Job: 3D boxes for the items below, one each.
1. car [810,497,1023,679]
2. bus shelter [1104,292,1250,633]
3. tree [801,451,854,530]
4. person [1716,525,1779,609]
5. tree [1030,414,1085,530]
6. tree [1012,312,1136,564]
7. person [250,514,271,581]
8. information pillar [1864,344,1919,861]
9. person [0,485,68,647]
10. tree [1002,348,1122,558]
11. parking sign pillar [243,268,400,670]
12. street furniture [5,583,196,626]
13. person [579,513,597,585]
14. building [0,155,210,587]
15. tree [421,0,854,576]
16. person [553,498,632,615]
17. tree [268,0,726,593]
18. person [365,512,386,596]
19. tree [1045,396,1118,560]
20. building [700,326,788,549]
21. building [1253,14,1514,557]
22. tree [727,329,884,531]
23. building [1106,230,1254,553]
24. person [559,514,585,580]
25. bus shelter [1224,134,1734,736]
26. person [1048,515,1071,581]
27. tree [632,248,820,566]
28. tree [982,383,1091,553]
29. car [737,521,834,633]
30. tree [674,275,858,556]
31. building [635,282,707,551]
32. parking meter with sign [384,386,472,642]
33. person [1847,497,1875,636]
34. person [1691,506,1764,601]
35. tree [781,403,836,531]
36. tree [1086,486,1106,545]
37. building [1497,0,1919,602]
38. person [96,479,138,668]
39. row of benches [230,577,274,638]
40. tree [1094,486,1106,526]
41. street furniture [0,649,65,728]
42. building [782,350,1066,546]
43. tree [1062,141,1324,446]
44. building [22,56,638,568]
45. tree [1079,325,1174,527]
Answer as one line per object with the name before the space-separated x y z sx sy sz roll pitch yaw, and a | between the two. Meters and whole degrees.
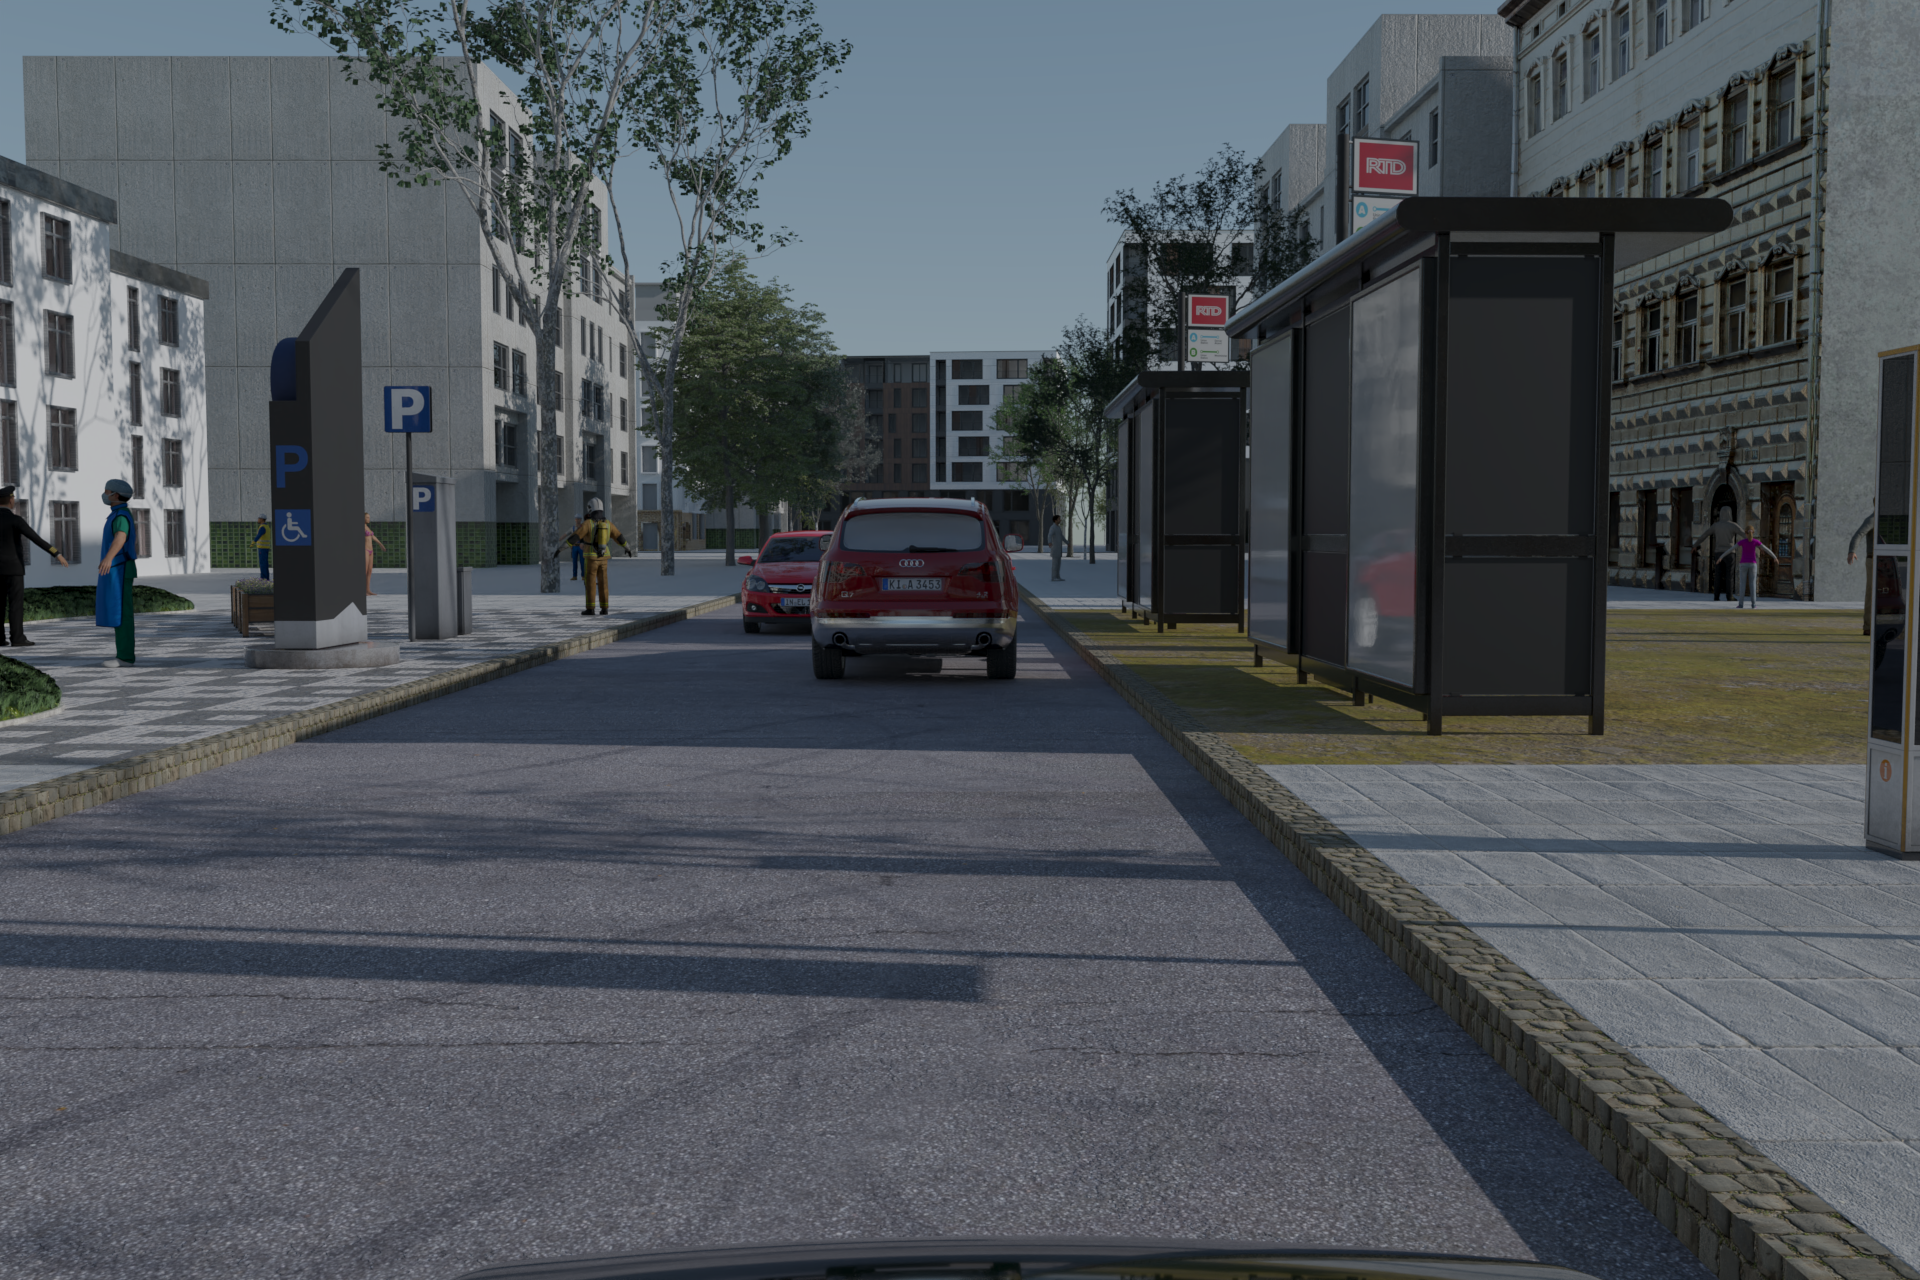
car | -0.437 -0.611 18.661 2.281 1.827 5.304 0 4 0
bus shelter | 3.403 -2.990 26.524 2.179 5.291 8.768 0 4 1
tree | -9.667 -10.008 113.991 4.360 8.622 3.978 0 3 0
person | 13.591 -1.261 29.885 0.991 1.433 0.599 1 4 16
tree | 5.696 -9.382 103.757 4.360 8.622 3.978 0 3 0
tree | 5.408 -8.533 73.927 7.601 10.594 8.767 -3 5 -39
person | -18.883 -2.501 46.866 0.705 1.833 1.349 0 4 -4
information pillar | 3.842 -0.146 6.876 0.304 2.012 0.304 0 4 0
person | -10.879 -0.848 19.807 1.347 1.837 0.705 0 4 8
tree | 6.203 -10.328 94.625 9.928 11.665 9.643 0 3 0
parking sign pillar | -6.289 -1.744 16.982 1.447 3.967 1.447 0 4 2
street furniture | -15.303 -0.563 24.828 5.734 0.657 10.072 0 4 6
person | -9.301 -2.288 43.589 0.705 1.806 1.347 1 4 12
building | -25.738 -6.212 43.718 9.099 9.664 28.070 0 3 0
tree | -10.069 -12.129 54.204 12.611 20.169 13.585 0 3 0
person | -5.778 -1.325 27.440 1.354 1.858 0.705 -3 5 -39
tree | -10.359 -11.131 37.879 12.611 20.169 13.585 0 3 0
person | -12.292 -1.789 36.053 0.721 1.733 1.217 1 4 8
tree | 6.264 -8.327 86.504 4.360 8.622 3.978 0 3 0
building | -26.089 -18.136 162.979 16.747 18.905 31.486 0 4 0
building | 22.601 -12.314 67.789 16.747 18.905 31.486 0 4 -1
tree | -9.693 -11.862 104.315 12.009 13.543 11.850 0 3 0
building | 24.932 -17.666 132.807 27.936 21.610 32.646 0 3 0
person | -10.571 -2.576 47.968 1.347 1.847 0.705 0 4 4
bus shelter | 3.668 -2.294 15.135 2.179 5.291 8.768 0 4 -2
person | 2.664 -2.514 47.287 0.705 1.806 1.347 2 4 27
tree | -9.677 -9.264 69.597 7.486 12.596 7.792 0 3 0
tree | 5.345 -11.609 115.570 9.928 11.665 9.643 0 3 0
car | -2.258 -1.061 26.390 2.155 1.783 4.494 0 4 -1
tree | -9.623 -10.854 84.126 9.857 13.997 8.962 0 3 0
building | -25.998 -16.824 131.486 16.016 20.090 11.380 0 4 -1
parking meter with sign | -6.473 -1.530 21.284 0.543 3.016 1.738 0 4 2
person | 11.642 -0.955 21.884 1.348 1.796 0.705 -2 4 -24
person | 14.629 -1.649 33.097 1.348 1.813 0.705 3 5 42
tree | -9.022 -8.831 94.747 4.737 8.622 4.395 0 3 0
tree | 17.633 -15.757 207.988 4.360 8.622 3.978 0 3 0
building | 25.266 -12.860 41.184 19.493 23.208 18.063 0 4 0
person | -8.181 -0.653 16.796 0.704 1.817 1.347 -1 4 -23
row of benches | -9.428 -0.483 23.361 1.422 0.672 4.104 -2 4 -24
tree | 17.161 -15.463 203.186 4.737 8.622 4.395 0 3 0
street furniture | -8.855 0.359 9.759 5.734 0.657 10.072 -1 4 -11
building | -4.021 -22.044 206.847 32.646 21.610 27.936 0 4 6
tree | 6.074 -6.489 40.510 7.601 10.594 8.767 -3 5 -41
building | -26.269 -13.073 80.193 16.747 18.905 31.486 0 4 0
tree | 5.707 -6.655 59.173 4.360 8.622 3.978 0 3 0
